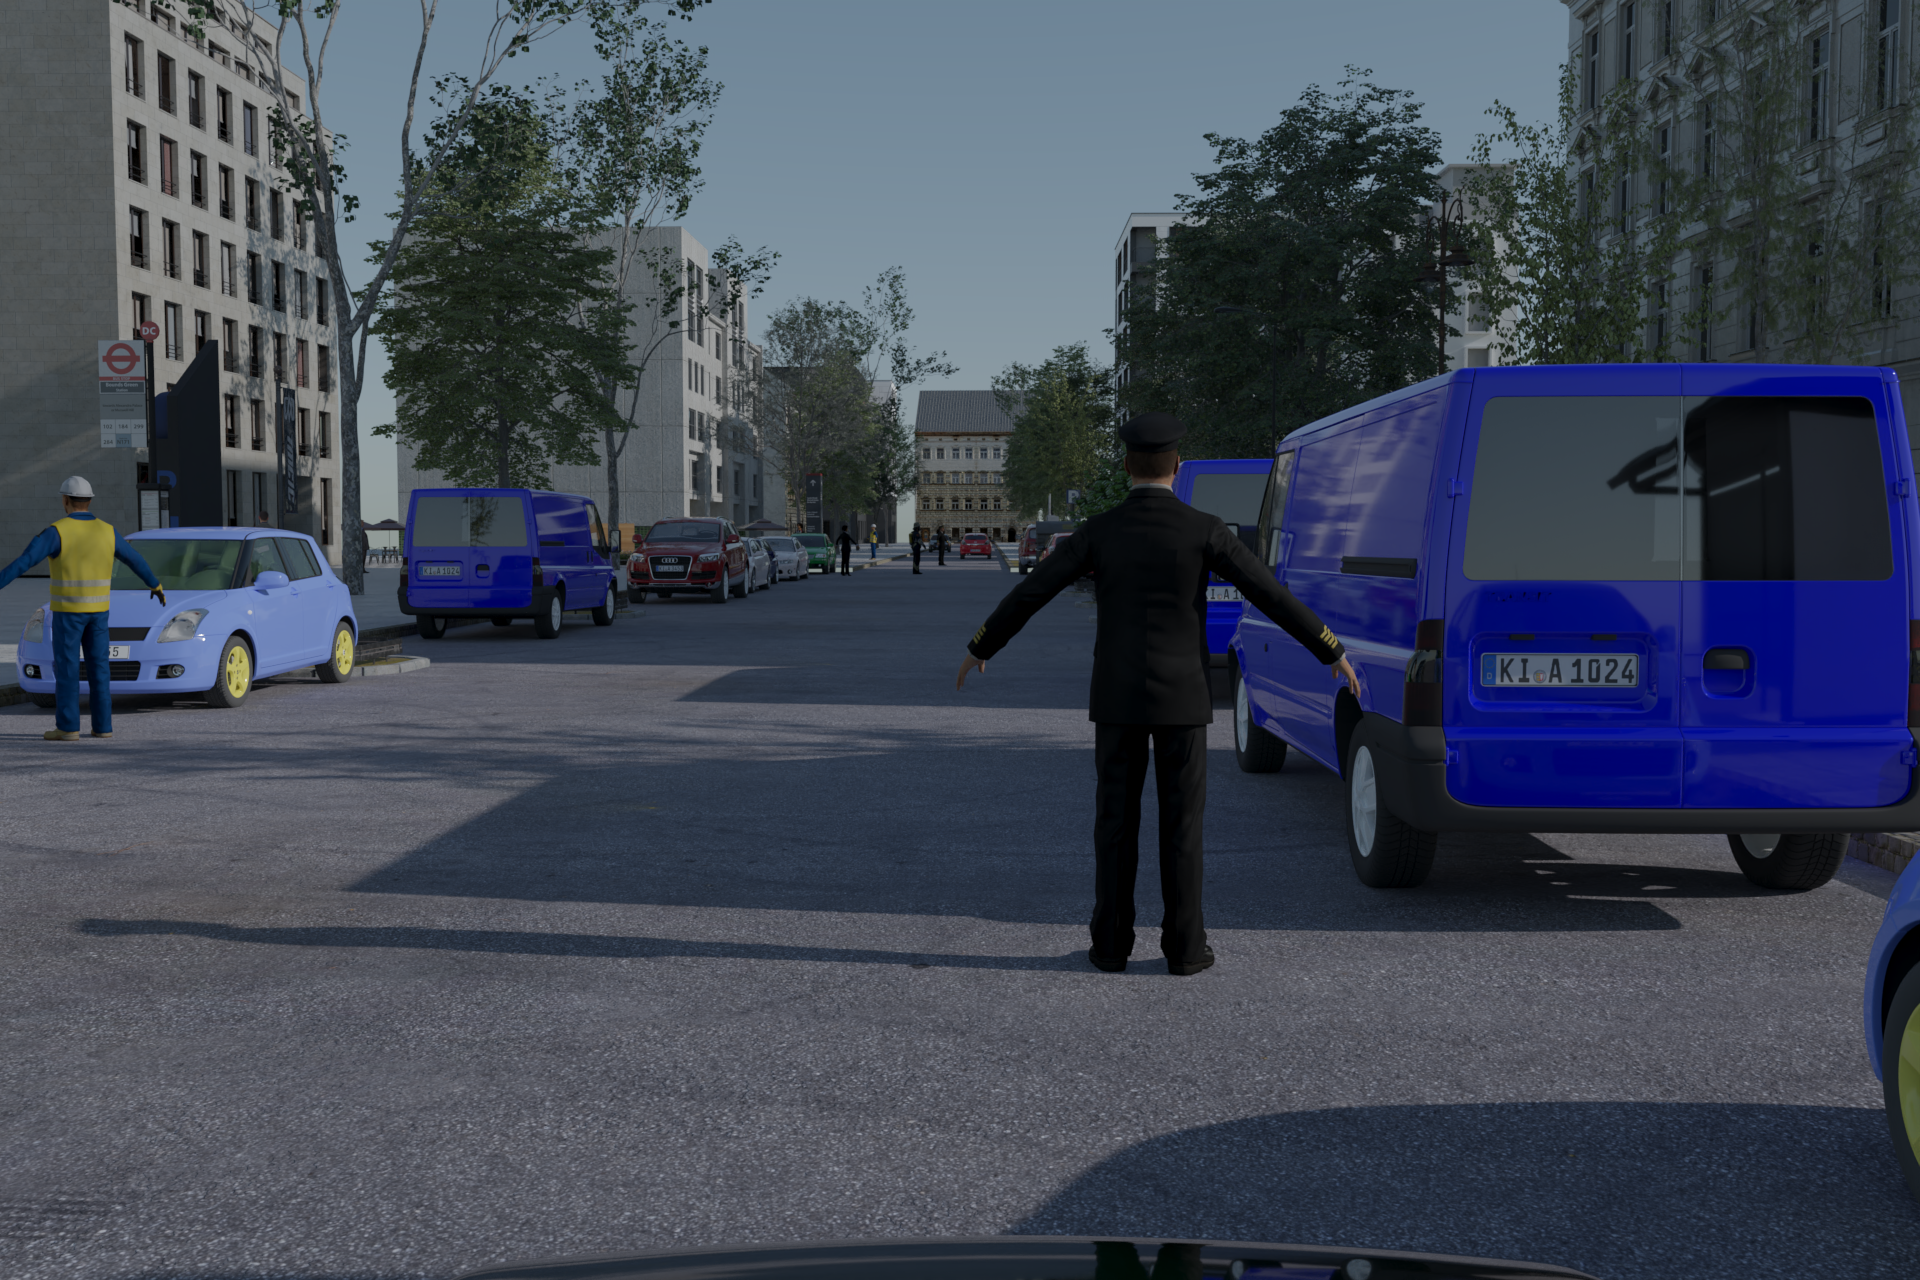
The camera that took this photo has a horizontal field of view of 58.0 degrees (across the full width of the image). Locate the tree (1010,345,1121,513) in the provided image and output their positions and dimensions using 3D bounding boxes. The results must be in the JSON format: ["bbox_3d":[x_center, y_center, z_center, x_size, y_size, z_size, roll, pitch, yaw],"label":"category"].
[{"bbox_3d":[6.454,-11.416,104.772,7.486,12.596,7.792,0,3,0],"label":"tree"}]

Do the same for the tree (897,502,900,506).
[{"bbox_3d":[-10.693,-19.174,263.859,4.360,8.622,3.978,0,3,0],"label":"tree"}]

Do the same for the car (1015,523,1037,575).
[{"bbox_3d":[3.137,-3.296,62.564,2.281,1.827,5.304,0,4,1],"label":"car"}]

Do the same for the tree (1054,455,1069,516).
[{"bbox_3d":[8.260,-12.028,147.016,4.360,8.622,3.978,0,3,0],"label":"tree"}]

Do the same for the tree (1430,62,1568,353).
[{"bbox_3d":[24.541,-13.040,69.086,12.611,20.169,13.585,0,3,0],"label":"tree"}]

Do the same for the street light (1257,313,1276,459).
[{"bbox_3d":[6.968,-3.851,35.505,1.470,5.913,1.316,0,4,1],"label":"street light"}]

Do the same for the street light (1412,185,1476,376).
[{"bbox_3d":[6.506,-3.098,23.448,0.468,5.910,1.993,0,4,1],"label":"street light"}]

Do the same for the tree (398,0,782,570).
[{"bbox_3d":[-12.589,-12.454,59.513,12.611,20.169,13.585,0,3,0],"label":"tree"}]

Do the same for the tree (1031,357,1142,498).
[{"bbox_3d":[7.384,-9.553,90.599,8.767,10.594,7.601,1,4,18],"label":"tree"}]

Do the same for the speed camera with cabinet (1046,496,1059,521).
[{"bbox_3d":[4.553,-5.507,84.374,0.660,3.252,2.038,0,4,2],"label":"speed camera with cabinet"}]

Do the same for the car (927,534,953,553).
[{"bbox_3d":[-1.567,-7.708,135.806,2.009,1.686,4.222,0,4,1],"label":"car"}]

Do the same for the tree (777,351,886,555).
[{"bbox_3d":[-7.970,-11.573,107.338,7.486,12.596,7.792,0,3,0],"label":"tree"}]

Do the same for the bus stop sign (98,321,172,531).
[{"bbox_3d":[-10.363,-2.024,21.794,0.855,3.939,0.416,0,3,0],"label":"bus stop sign"}]

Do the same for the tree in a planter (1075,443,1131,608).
[{"bbox_3d":[3.270,-2.255,34.094,1.991,3.239,1.994,0,4,2],"label":"tree in a planter"}]

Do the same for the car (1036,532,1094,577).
[{"bbox_3d":[3.284,-2.492,49.791,2.155,1.783,4.494,0,4,1],"label":"car"}]

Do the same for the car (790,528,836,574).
[{"bbox_3d":[-5.519,-3.317,63.035,1.959,1.807,4.718,0,4,1],"label":"car"}]

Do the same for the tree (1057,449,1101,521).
[{"bbox_3d":[7.194,-10.165,116.558,4.360,8.622,3.978,0,3,0],"label":"tree"}]

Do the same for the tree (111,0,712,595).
[{"bbox_3d":[-11.442,-10.963,35.141,12.611,20.169,13.585,0,3,0],"label":"tree"}]

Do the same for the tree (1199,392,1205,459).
[{"bbox_3d":[11.119,-7.615,74.869,4.360,8.622,3.978,0,3,0],"label":"tree"}]

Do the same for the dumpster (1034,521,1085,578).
[{"bbox_3d":[3.380,-2.988,57.062,1.865,1.857,1.264,0,4,1],"label":"dumpster"}]

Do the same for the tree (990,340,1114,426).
[{"bbox_3d":[9.599,-19.131,168.687,12.611,20.169,13.585,0,3,0],"label":"tree"}]

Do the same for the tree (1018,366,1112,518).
[{"bbox_3d":[4.740,-7.630,75.120,4.737,8.622,4.395,0,3,0],"label":"tree"}]

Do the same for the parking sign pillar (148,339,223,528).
[{"bbox_3d":[-10.470,-2.139,23.442,1.447,3.967,1.447,0,4,0],"label":"parking sign pillar"}]

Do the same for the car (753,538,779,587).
[{"bbox_3d":[-6.123,-2.198,48.512,1.945,1.354,3.894,0,4,1],"label":"car"}]

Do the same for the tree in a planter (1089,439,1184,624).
[{"bbox_3d":[3.111,-1.893,28.171,1.991,3.239,1.994,0,4,2],"label":"tree in a planter"}]

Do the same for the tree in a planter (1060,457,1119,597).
[{"bbox_3d":[3.329,-2.627,40.175,1.991,3.239,1.994,0,4,1],"label":"tree in a planter"}]

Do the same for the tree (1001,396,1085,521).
[{"bbox_3d":[6.930,-13.444,137.943,7.486,12.596,7.792,0,3,0],"label":"tree"}]

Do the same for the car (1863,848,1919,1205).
[{"bbox_3d":[2.789,0.444,2.340,1.945,1.707,3.694,0,4,1],"label":"car"}]

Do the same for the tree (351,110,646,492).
[{"bbox_3d":[-12.310,-7.855,46.554,7.486,12.596,7.792,0,3,0],"label":"tree"}]

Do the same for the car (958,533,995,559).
[{"bbox_3d":[0.921,-5.548,99.747,2.155,1.783,4.494,0,4,1],"label":"car"}]

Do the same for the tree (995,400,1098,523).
[{"bbox_3d":[7.596,-15.236,155.766,9.857,13.997,8.962,0,3,0],"label":"tree"}]

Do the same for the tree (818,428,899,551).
[{"bbox_3d":[-8.277,-12.226,134.304,7.601,10.594,8.767,-2,4,-32],"label":"tree"}]

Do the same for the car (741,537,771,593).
[{"bbox_3d":[-5.867,-1.897,43.383,2.083,1.381,4.827,0,4,1],"label":"car"}]

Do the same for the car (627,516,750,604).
[{"bbox_3d":[-5.808,-1.759,37.425,2.281,1.827,5.304,0,4,1],"label":"car"}]

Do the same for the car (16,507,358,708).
[{"bbox_3d":[-6.769,-0.355,15.398,1.945,1.707,3.694,0,4,1],"label":"car"}]

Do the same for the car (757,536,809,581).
[{"bbox_3d":[-5.815,-2.561,54.238,2.083,1.381,4.827,0,4,1],"label":"car"}]

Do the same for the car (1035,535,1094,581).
[{"bbox_3d":[3.369,-2.683,54.091,2.015,1.641,3.980,0,4,1],"label":"car"}]
